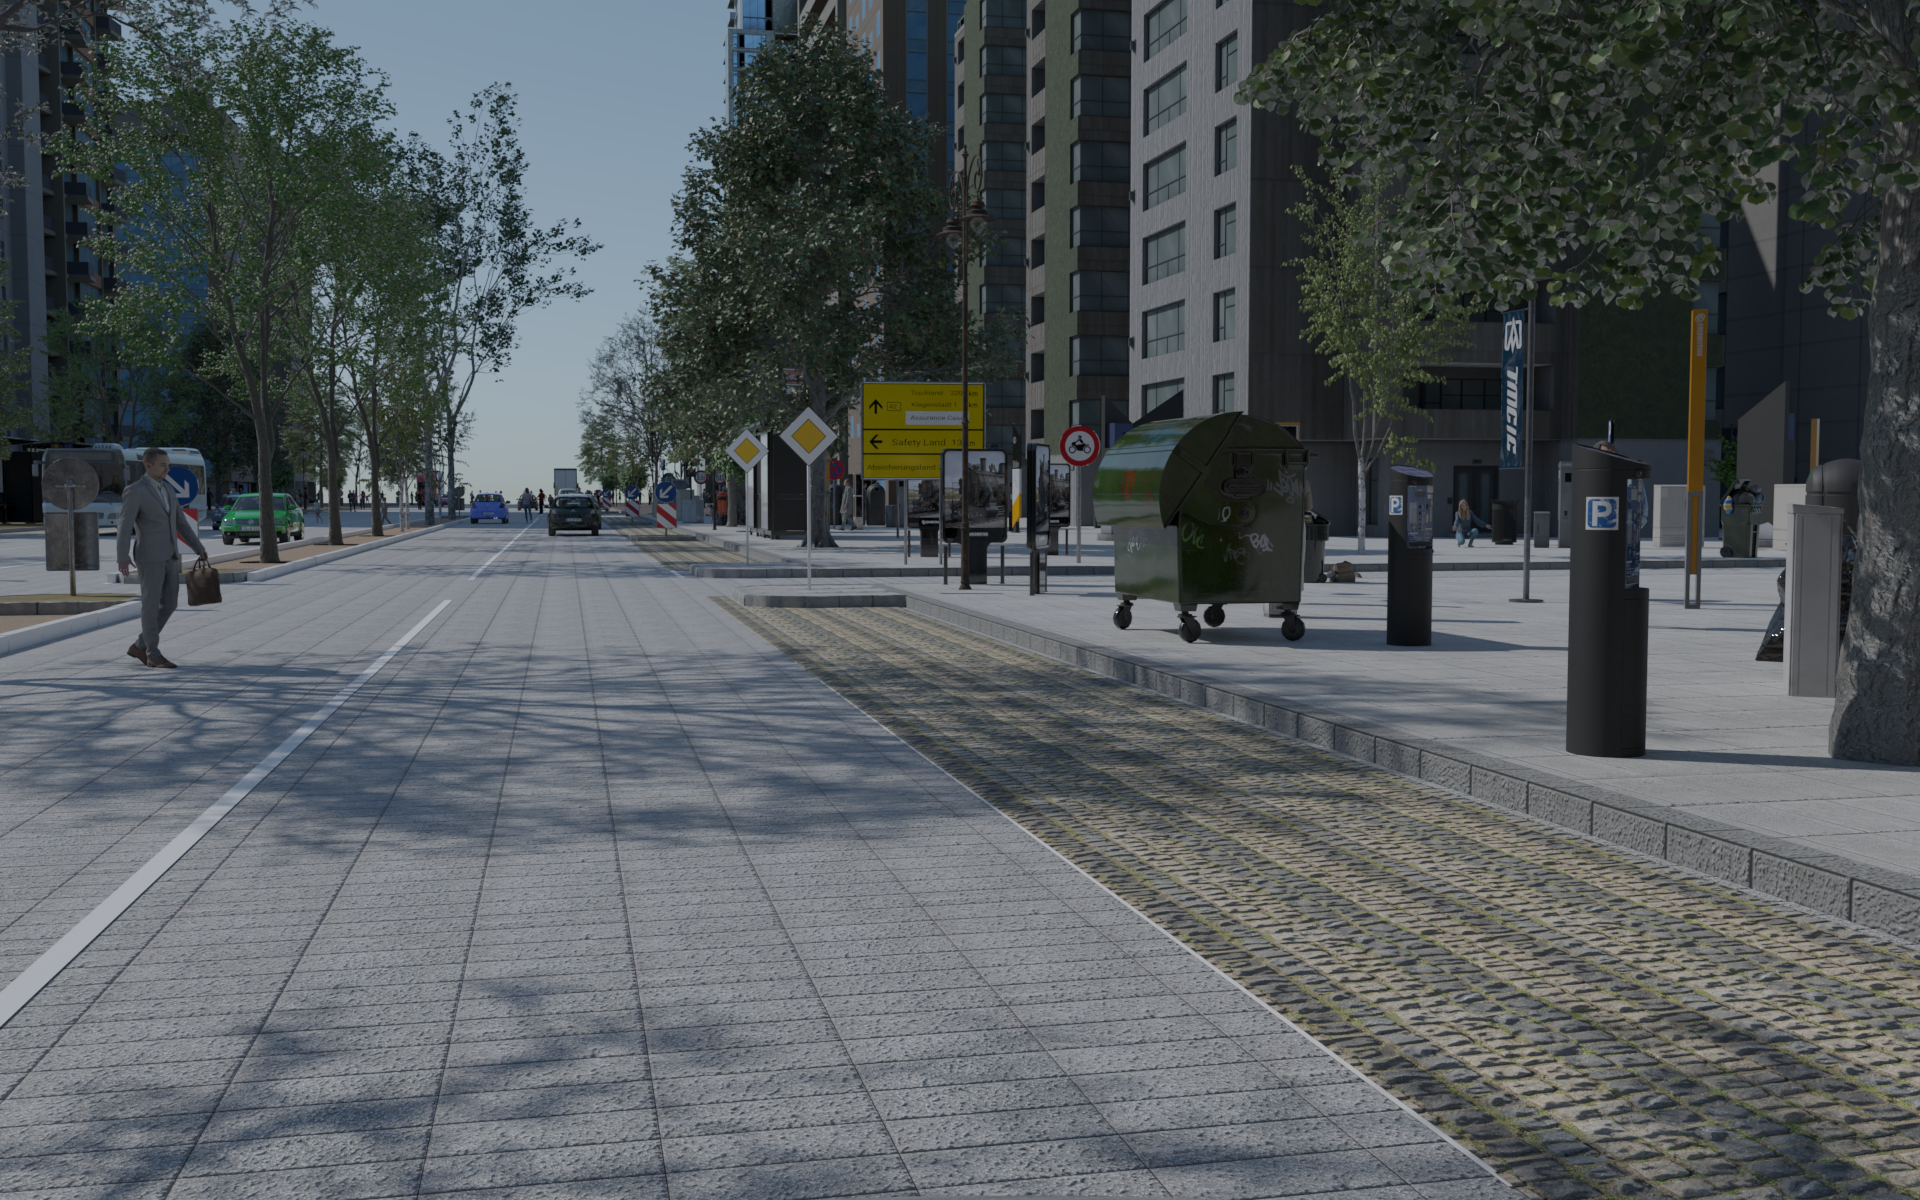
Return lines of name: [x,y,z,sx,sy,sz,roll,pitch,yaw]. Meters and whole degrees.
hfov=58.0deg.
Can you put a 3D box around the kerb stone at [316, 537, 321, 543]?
kerb stone: [-18.758,-1.717,50.289,0.120,0.150,1.000,-1,4,-13]

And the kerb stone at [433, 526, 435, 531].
kerb stone: [-20.136,-2.665,65.783,0.120,0.150,1.000,-1,4,-13]

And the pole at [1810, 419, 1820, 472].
pole: [23.131,-3.246,46.920,0.158,3.312,0.155,0,3,0]

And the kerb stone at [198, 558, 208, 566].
kerb stone: [-15.115,-0.741,34.312,0.120,0.150,1.000,-1,4,-13]

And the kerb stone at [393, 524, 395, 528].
kerb stone: [-23.779,-3.063,72.272,0.120,0.150,1.000,-1,4,-13]

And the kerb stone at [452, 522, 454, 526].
kerb stone: [-22.653,-3.338,76.765,0.120,0.150,1.000,-1,4,-13]

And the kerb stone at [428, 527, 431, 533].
kerb stone: [-19.687,-2.544,63.782,0.120,0.150,1.000,-1,4,-13]

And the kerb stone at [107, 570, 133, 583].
kerb stone: [-13.747,-0.374,28.312,0.120,0.150,1.000,-1,4,-13]

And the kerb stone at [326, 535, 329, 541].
kerb stone: [-19.212,-1.838,52.293,0.120,0.150,1.000,-1,4,-13]

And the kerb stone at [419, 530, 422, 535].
kerb stone: [-18.775,-2.297,59.797,0.120,0.150,1.000,-1,4,-13]

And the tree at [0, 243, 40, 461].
tree: [-36.666,-8.696,60.302,7.486,12.596,7.792,0,3,0]

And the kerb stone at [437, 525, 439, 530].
kerb stone: [-20.595,-2.784,67.781,0.120,0.150,1.000,-1,4,-13]

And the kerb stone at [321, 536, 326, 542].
kerb stone: [-18.985,-1.780,51.291,0.120,0.150,1.000,-1,4,-13]

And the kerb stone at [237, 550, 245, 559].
kerb stone: [-16.018,-0.985,38.307,0.120,0.150,1.000,-1,4,-13]

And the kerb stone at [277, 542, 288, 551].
kerb stone: [-17.390,-1.351,44.286,0.120,0.150,1.000,-1,4,-13]

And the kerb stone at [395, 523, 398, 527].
kerb stone: [-24.014,-3.124,73.279,0.120,0.150,1.000,-1,4,-13]

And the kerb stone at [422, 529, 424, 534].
kerb stone: [-19.006,-2.360,60.793,0.120,0.150,1.000,-1,4,-13]

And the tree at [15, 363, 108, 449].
tree: [-48.877,-8.814,94.465,4.737,8.622,4.395,0,3,0]

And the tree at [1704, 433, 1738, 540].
tree: [21.827,-3.283,48.273,1.663,3.219,1.824,0,3,0]

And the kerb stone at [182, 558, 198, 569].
kerb stone: [-14.879,-0.677,33.306,0.120,0.150,1.000,-1,4,-13]

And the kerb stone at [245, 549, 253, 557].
kerb stone: [-16.250,-1.046,39.302,0.120,0.150,1.000,-1,4,-13]

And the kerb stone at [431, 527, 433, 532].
kerb stone: [-19.915,-2.605,64.785,0.120,0.150,1.000,-1,4,-13]

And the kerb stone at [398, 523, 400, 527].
kerb stone: [-24.237,-3.186,74.283,0.120,0.150,1.000,-1,4,-13]

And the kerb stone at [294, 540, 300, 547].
kerb stone: [-17.843,-1.473,46.283,0.120,0.150,1.000,-1,4,-13]

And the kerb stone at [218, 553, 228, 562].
kerb stone: [-15.568,-0.863,36.306,0.120,0.150,1.000,-1,4,-13]

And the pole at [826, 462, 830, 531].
pole: [-4.461,-3.919,57.925,0.158,3.312,0.155,0,3,0]

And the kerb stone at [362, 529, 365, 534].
kerb stone: [-21.261,-2.390,61.268,0.120,0.150,1.000,-1,4,-13]

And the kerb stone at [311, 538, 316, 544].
kerb stone: [-18.534,-1.656,49.292,0.120,0.150,1.000,-1,4,-13]

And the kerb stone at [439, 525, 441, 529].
kerb stone: [-20.824,-2.849,68.777,0.120,0.150,1.000,-1,4,-13]

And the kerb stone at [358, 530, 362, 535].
kerb stone: [-21.036,-2.328,60.271,0.120,0.150,1.000,-1,4,-13]

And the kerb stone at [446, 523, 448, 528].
kerb stone: [-21.733,-3.093,72.772,0.120,0.150,1.000,-1,4,-13]

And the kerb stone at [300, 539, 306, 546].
kerb stone: [-18.073,-1.535,47.290,0.120,0.150,1.000,-1,4,-13]

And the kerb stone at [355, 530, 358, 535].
kerb stone: [-20.813,-2.267,59.268,0.120,0.150,1.000,-1,4,-13]

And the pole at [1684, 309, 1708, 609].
pole: [8.191,-1.556,19.282,0.158,3.312,0.155,0,3,0]

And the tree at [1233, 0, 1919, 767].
tree: [4.573,-6.207,8.148,9.857,13.997,8.962,0,3,0]

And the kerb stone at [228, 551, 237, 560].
kerb stone: [-15.795,-0.924,37.309,0.120,0.150,1.000,-1,4,-13]

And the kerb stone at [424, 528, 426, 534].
kerb stone: [-19.228,-2.417,61.791,0.120,0.150,1.000,-1,4,-13]

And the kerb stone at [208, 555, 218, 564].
kerb stone: [-15.336,-0.802,35.310,0.120,0.150,1.000,-1,4,-13]

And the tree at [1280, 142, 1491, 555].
tree: [8.620,-5.252,36.237,4.737,8.622,4.395,0,3,0]

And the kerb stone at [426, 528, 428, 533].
kerb stone: [-19.465,-2.479,62.785,0.120,0.150,1.000,-1,4,-13]

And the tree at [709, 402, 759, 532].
tree: [-6.853,-4.588,58.730,4.285,4.588,4.351,0,3,0]

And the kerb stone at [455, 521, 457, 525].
kerb stone: [-23.105,-3.460,78.764,0.120,0.150,1.000,-1,4,-13]

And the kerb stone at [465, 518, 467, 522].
kerb stone: [-24.937,-3.949,86.754,0.120,0.150,1.000,-1,4,-13]

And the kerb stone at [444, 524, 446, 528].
kerb stone: [-21.513,-3.032,71.767,0.120,0.150,1.000,-1,4,-13]

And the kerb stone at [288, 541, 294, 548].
kerb stone: [-17.619,-1.412,45.286,0.120,0.150,1.000,-1,4,-13]

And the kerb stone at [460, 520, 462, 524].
kerb stone: [-24.024,-3.704,82.756,0.120,0.150,1.000,-1,4,-13]

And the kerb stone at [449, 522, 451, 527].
kerb stone: [-22.196,-3.216,74.770,0.120,0.150,1.000,-1,4,-13]

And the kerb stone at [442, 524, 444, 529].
kerb stone: [-21.278,-2.971,70.773,0.120,0.150,1.000,-1,4,-13]

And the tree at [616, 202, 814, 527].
tree: [-8.573,-9.134,67.464,7.486,12.596,7.792,0,3,0]

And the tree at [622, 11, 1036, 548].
tree: [-3.337,-7.624,41.663,9.611,12.733,9.660,0,3,0]

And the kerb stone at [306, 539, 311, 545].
kerb stone: [-18.307,-1.596,48.295,0.120,0.150,1.000,-1,4,-13]

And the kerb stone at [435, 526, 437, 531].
kerb stone: [-20.363,-2.725,66.785,0.120,0.150,1.000,-1,4,-13]

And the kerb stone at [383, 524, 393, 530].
kerb stone: [-23.549,-3.002,71.276,0.120,0.150,1.000,-1,4,-13]

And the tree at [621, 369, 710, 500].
tree: [-15.698,-9.015,97.756,4.737,8.622,4.395,0,3,0]

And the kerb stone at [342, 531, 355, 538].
kerb stone: [-20.582,-2.207,58.273,0.120,0.150,1.000,-1,4,-13]

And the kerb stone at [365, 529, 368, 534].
kerb stone: [-21.495,-2.451,62.263,0.120,0.150,1.000,-1,4,-13]

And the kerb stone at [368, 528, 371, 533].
kerb stone: [-21.718,-2.511,63.275,0.120,0.150,1.000,-1,4,-13]

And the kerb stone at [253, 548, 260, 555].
kerb stone: [-16.482,-1.107,40.299,0.120,0.150,1.000,-1,4,-13]
